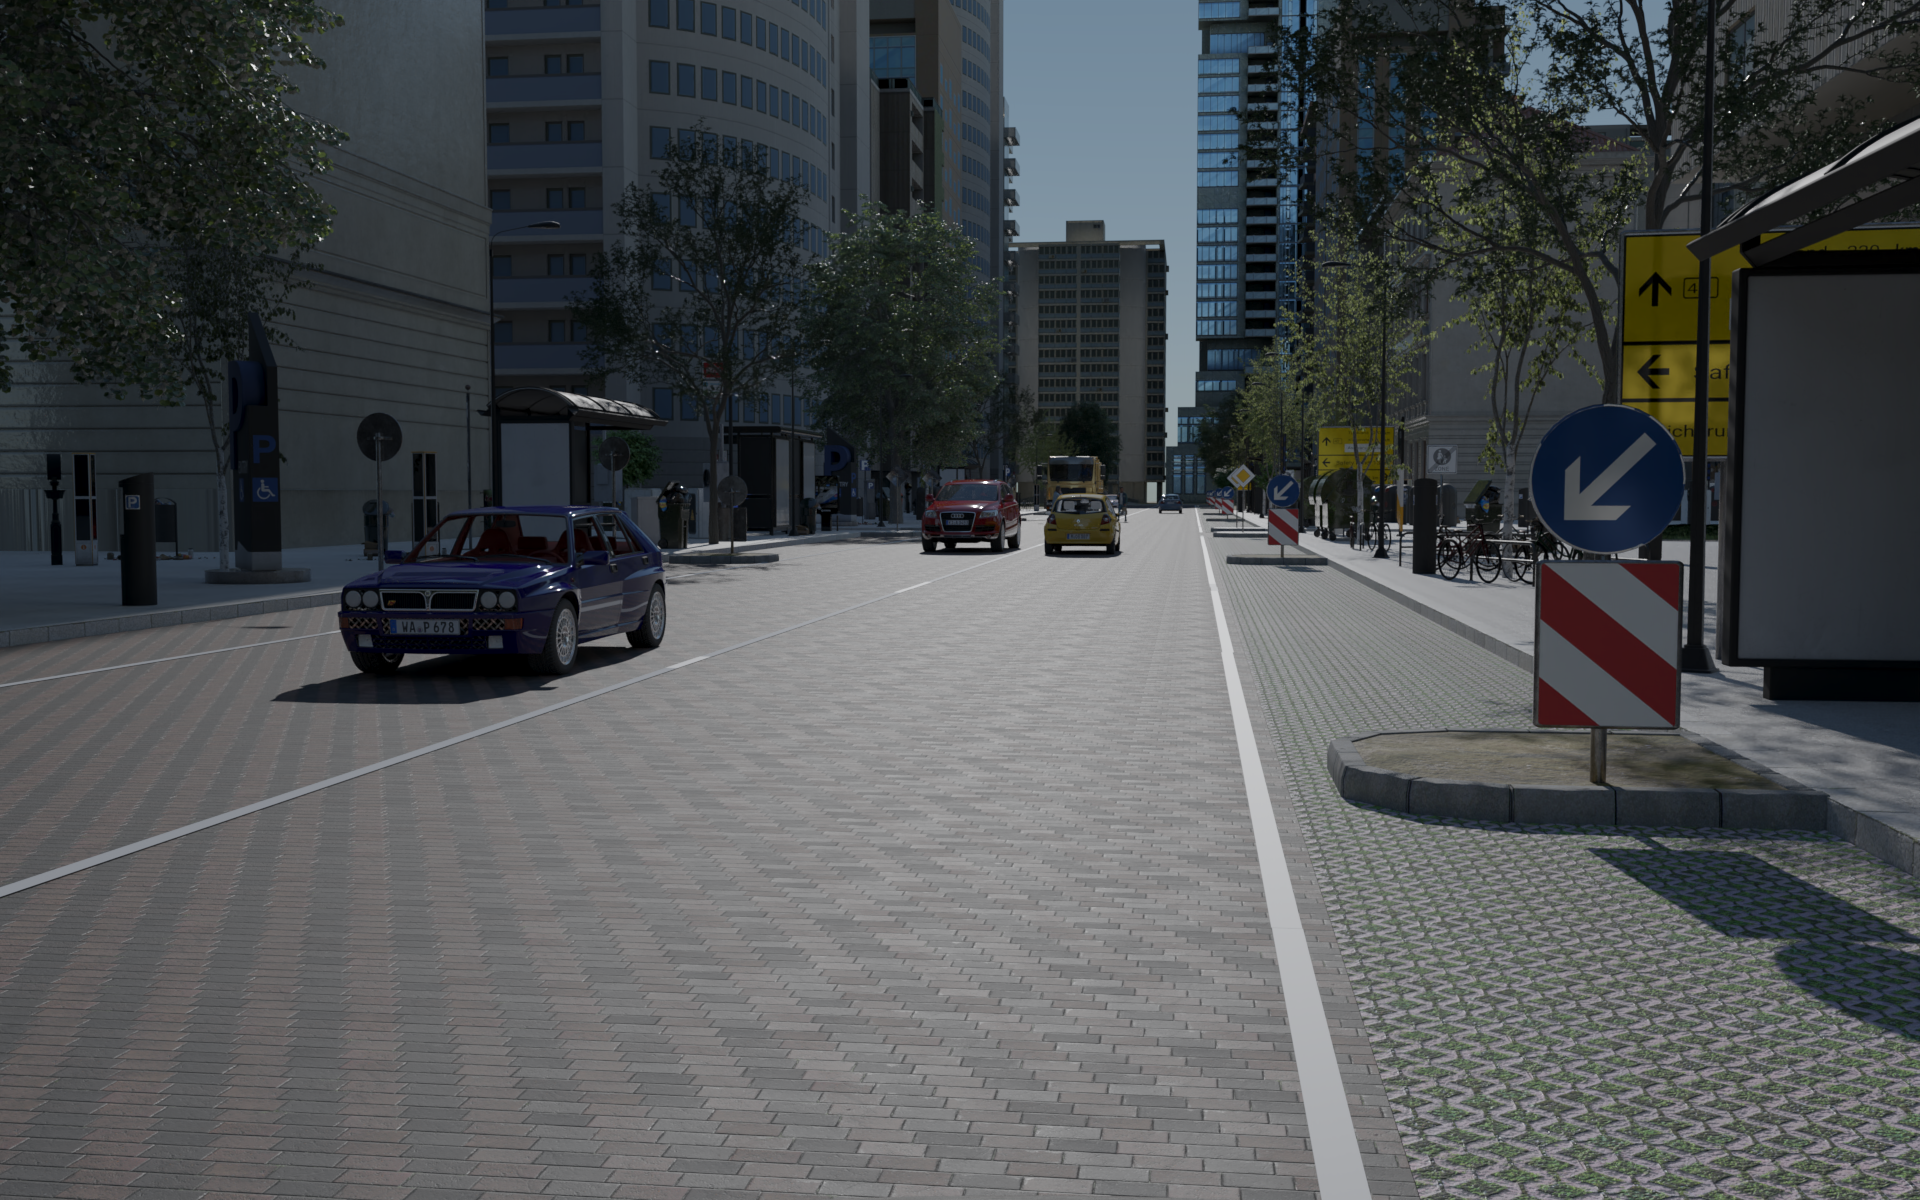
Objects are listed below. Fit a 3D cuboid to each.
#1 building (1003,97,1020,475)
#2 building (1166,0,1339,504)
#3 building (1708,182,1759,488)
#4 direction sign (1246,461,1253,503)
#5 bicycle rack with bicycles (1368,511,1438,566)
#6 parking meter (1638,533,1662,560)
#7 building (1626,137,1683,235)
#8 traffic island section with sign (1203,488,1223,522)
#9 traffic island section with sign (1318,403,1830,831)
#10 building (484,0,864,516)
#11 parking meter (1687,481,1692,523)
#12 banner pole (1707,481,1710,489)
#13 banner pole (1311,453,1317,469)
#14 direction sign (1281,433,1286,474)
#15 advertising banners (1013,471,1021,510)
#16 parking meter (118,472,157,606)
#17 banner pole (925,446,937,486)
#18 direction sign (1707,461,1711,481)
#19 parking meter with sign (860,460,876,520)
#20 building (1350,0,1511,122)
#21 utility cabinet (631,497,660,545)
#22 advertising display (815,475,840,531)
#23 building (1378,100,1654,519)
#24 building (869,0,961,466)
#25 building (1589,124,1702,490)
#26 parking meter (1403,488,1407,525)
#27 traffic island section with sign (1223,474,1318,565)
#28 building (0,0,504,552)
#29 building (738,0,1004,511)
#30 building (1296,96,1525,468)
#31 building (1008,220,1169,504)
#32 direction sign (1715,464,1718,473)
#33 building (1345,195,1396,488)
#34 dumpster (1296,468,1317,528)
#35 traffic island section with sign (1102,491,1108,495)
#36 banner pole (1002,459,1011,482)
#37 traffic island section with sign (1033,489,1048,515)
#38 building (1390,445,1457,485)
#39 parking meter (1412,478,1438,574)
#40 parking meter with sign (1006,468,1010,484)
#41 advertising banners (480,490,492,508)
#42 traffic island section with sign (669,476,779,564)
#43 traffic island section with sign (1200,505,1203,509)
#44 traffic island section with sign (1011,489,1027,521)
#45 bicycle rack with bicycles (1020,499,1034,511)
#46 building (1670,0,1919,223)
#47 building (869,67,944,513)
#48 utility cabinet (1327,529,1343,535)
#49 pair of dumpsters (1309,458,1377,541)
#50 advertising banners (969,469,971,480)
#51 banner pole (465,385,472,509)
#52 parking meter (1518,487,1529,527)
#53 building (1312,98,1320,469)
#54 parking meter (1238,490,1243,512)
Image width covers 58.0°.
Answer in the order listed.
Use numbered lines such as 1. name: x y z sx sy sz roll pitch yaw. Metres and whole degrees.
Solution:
1. building: -8.727 -35.519 200.347 30.456 49.044 23.786 0 4 8
2. building: 44.494 -56.679 239.378 31.000 86.520 22.319 0 4 8
3. building: 91.615 -45.846 187.837 20.611 71.187 20.563 0 4 8
4. direction sign: 19.999 -7.815 119.774 0.379 3.537 0.876 3 5 40
5. bicycle rack with bicycles: 8.905 -1.000 29.736 2.925 0.926 2.852 0 4 -2
6. parking meter: 13.143 -1.664 32.914 0.399 1.863 0.255 -1 4 -15
7. building: 89.098 -37.645 235.098 30.456 49.044 23.786 0 4 8
8. traffic island section with sign: 13.860 -5.005 90.466 1.989 1.847 2.006 0 4 8
9. traffic island section with sign: 2.835 0.015 8.390 1.989 1.847 2.006 0 4 8
10. building: -17.701 -33.607 91.478 21.231 58.520 28.212 0 4 8
11. parking meter: 27.872 -3.678 65.841 0.399 1.863 0.255 0 4 8
12. banner pole: 53.494 -8.195 124.006 0.863 3.779 0.401 -2 4 -28
13. banner pole: 21.815 -7.120 106.426 0.863 3.779 0.401 3 5 40
14. direction sign: 12.153 -4.473 65.127 0.379 3.537 0.876 0 4 1
15. advertising banners: 4.384 -8.401 133.546 0.090 3.025 2.074 -1 4 -14
16. parking meter: -9.475 -0.706 19.960 0.372 1.533 0.369 0 3 0
17. banner pole: -1.444 -6.086 89.530 0.863 3.779 0.401 -1 4 -10
18. direction sign: 43.983 -6.757 102.477 0.379 3.537 0.876 -3 4 -36
19. parking meter with sign: -4.619 -5.595 87.738 0.543 3.016 1.738 -1 4 -16
20. building: 40.081 -30.817 153.973 14.600 45.320 14.200 0 4 8
21. utility cabinet: -7.837 -1.999 43.853 0.306 1.237 1.020 3 5 43
22. advertising display: -4.613 -3.336 59.764 0.974 1.923 0.123 1 4 22
23. building: 30.456 -16.010 97.925 11.583 22.565 21.152 0 4 8
24. building: -7.655 -30.605 150.495 14.600 45.320 14.200 0 4 8
25. building: 74.739 -31.234 194.265 14.086 41.232 14.154 0 4 8
26. parking meter: 18.578 -3.933 72.708 0.372 1.533 0.369 0 3 0
27. traffic island section with sign: 6.494 -1.650 35.612 1.989 1.847 2.006 0 4 8
28. building: -29.222 -13.050 46.659 30.059 22.955 16.112 0 4 8
29. building: -7.657 -38.538 172.090 21.231 58.520 28.212 0 4 8
30. building: 48.610 -32.750 190.079 22.147 44.769 28.867 0 4 8
31. building: 17.808 -34.054 248.655 23.993 40.220 32.217 0 4 8
32. direction sign: 57.639 -8.548 131.762 0.379 3.537 0.876 0 4 -4
33. building: 35.728 -18.586 122.942 14.314 24.678 30.058 0 4 8
34. dumpster: 13.715 -3.921 66.609 1.502 2.255 1.985 0 4 8
35. traffic island section with sign: 16.438 -11.425 195.422 1.989 1.847 2.006 0 4 8
36. banner pole: 3.387 -8.218 124.384 0.863 3.779 0.401 -3 4 -36
37. traffic island section with sign: 6.085 -6.713 118.379 1.989 1.847 2.006 0 4 8
38. building: 66.223 -28.241 233.444 14.107 30.474 14.160 0 4 8
39. parking meter: 7.477 -1.189 27.854 0.372 1.533 0.369 0 3 0
40. parking meter with sign: 2.537 -7.316 115.871 1.738 3.016 0.543 3 5 44
41. advertising banners: -12.686 -3.270 49.653 2.074 3.025 0.090 -1 4 -17
42. traffic island section with sign: -4.901 -1.709 36.565 1.989 1.847 2.006 0 4 8
43. traffic island section with sign: 17.449 -6.639 117.182 1.989 1.847 2.006 0 4 8
44. traffic island section with sign: 2.501 -5.079 91.662 1.989 1.847 2.006 0 4 8
45. bicycle rack with bicycles: 4.235 -7.100 129.472 2.852 0.926 2.925 1 4 23
46. building: 28.444 -26.684 25.530 28.713 52.752 27.495 0 4 8
47. building: -9.019 -21.394 121.494 14.160 30.474 14.107 0 4 8
48. utility cabinet: 11.705 -2.778 54.105 0.318 1.500 1.173 2 4 25
49. pair of dumpsters: 10.861 -2.860 49.247 1.574 2.255 4.437 0 4 8
50. advertising banners: 0.576 -7.812 123.911 0.090 3.025 2.074 -1 4 -9
51. banner pole: -11.192 -3.023 39.444 0.401 3.779 0.863 -1 4 -12
52. parking meter: 21.713 -3.569 66.770 0.372 1.533 0.369 0 3 0
53. building: 42.015 -31.707 168.520 14.600 45.320 14.200 0 4 8
54. parking meter: 19.614 -6.890 121.067 0.372 1.533 0.369 0 3 0
